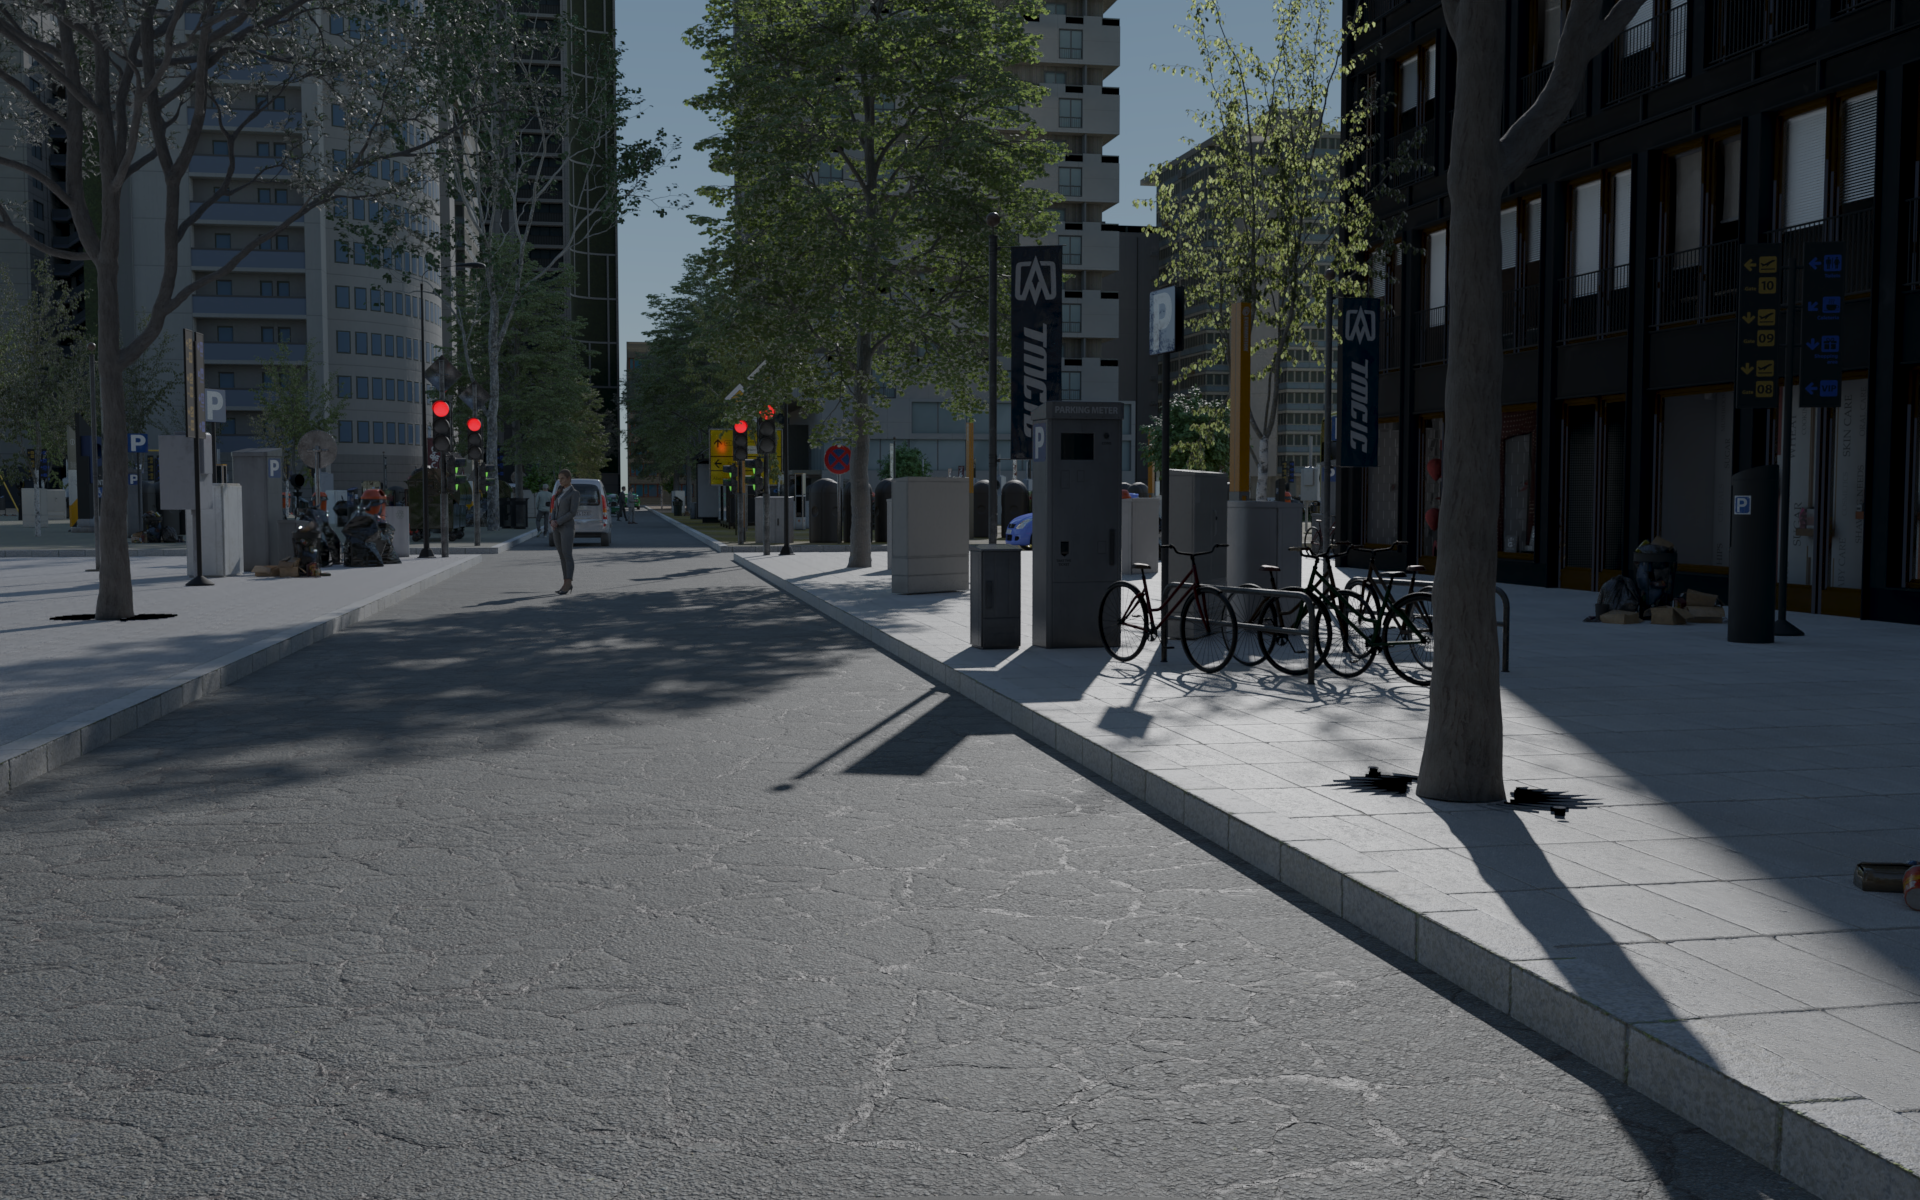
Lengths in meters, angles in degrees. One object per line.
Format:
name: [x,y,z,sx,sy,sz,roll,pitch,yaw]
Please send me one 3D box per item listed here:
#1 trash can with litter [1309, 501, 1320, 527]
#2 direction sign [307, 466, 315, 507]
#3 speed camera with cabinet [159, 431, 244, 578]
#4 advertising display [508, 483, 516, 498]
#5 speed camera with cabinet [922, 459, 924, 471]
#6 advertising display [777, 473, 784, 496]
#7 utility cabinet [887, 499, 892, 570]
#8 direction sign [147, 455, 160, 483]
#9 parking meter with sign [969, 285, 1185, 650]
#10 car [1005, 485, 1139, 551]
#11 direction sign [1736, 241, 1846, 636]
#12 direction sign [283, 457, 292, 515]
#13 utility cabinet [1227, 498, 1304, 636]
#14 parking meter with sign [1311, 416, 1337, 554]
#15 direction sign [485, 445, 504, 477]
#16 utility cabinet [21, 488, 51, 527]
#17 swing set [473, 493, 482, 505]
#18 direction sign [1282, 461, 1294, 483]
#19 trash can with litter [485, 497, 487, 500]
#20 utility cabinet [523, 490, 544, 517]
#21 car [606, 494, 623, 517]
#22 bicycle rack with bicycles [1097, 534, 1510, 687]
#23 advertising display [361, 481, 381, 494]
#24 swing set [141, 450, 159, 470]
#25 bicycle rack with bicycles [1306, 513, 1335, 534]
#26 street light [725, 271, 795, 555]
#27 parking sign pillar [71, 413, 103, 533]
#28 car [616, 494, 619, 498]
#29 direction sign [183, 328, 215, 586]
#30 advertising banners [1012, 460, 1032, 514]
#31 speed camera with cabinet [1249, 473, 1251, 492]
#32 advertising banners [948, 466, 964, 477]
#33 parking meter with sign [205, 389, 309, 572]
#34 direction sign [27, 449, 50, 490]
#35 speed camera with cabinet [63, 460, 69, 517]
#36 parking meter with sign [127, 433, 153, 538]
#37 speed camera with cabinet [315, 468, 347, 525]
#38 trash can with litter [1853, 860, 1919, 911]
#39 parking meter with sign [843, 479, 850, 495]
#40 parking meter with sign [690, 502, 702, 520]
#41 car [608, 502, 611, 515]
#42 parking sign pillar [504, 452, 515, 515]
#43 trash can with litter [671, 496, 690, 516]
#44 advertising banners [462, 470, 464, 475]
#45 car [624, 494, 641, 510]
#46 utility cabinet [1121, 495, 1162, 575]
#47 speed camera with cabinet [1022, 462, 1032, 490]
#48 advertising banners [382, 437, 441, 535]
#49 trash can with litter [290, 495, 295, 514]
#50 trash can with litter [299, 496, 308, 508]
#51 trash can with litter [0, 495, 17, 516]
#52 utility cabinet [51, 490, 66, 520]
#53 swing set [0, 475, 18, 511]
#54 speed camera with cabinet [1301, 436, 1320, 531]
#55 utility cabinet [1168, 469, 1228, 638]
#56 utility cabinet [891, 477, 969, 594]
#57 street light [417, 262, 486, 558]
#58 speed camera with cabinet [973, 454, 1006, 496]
trash can with litter: [13.674,-3.287,65.130,1.055,1.170,0.624,0,4,7]
direction sign: [-31.424,-5.631,84.070,0.379,3.537,0.876,1,4,10]
speed camera with cabinet: [-11.571,-1.962,26.413,0.660,3.252,2.038,0,4,-5]
advertising display: [-25.716,-5.795,99.965,0.974,1.923,0.123,-2,4,-33]
speed camera with cabinet: [-2.796,-6.354,98.228,2.038,3.252,0.660,2,4,26]
advertising display: [-5.451,-2.937,53.230,0.123,1.923,0.974,-1,4,-18]
utility cabinet: [-0.778,-1.132,29.667,1.020,1.237,0.306,-3,5,-41]
direction sign: [-47.106,-6.695,101.453,0.876,3.537,0.379,0,4,-4]
parking meter with sign: [0.963,-1.118,14.543,1.738,3.016,0.543,-1,4,-17]
car: [2.981,-2.058,43.238,3.694,1.707,1.945,-1,4,-11]
direction sign: [7.492,-1.449,15.685,0.876,3.537,0.379,1,4,12]
direction sign: [-40.968,-6.946,105.557,0.379,3.537,0.876,1,4,8]
utility cabinet: [2.791,-0.303,16.120,0.306,1.237,1.020,-1,4,-23]
parking meter with sign: [8.180,-2.554,38.016,0.543,3.016,1.738,2,4,28]
direction sign: [-21.614,-5.414,80.520,0.876,3.537,0.379,0,4,6]
utility cabinet: [-35.476,-3.532,66.432,1.173,1.500,0.318,2,4,30]
swing set: [-29.656,-6.950,111.255,3.119,2.851,2.862,0,4,0]
direction sign: [22.517,-7.766,118.977,0.876,3.537,0.379,-1,4,-12]
trash can with litter: [-19.808,-3.795,73.436,0.624,1.170,1.055,-1,4,-23]
utility cabinet: [-23.230,-5.248,94.477,1.173,1.500,0.318,-1,4,-10]
car: [-22.263,-5.961,109.267,2.131,1.459,4.920,-1,4,-13]
bicycle rack with bicycles: [2.701,0.046,12.631,2.852,0.926,2.925,-2,4,-26]
advertising display: [-28.452,-4.802,83.734,0.123,1.923,0.974,3,5,40]
swing set: [-28.657,-3.886,61.163,3.119,2.851,2.862,-1,4,-21]
bicycle rack with bicycles: [8.425,-1.265,34.068,2.852,0.926,2.925,-1,4,-14]
street light: [-4.180,-3.893,36.188,1.470,5.913,1.316,-1,4,-11]
parking sign pillar: [-29.085,-4.259,58.112,1.447,3.967,1.447,0,4,3]
car: [-35.390,-10.030,175.789,2.131,1.459,4.920,-1,4,-10]
direction sign: [-10.661,-1.969,24.189,0.379,3.537,0.876,-1,4,-9]
advertising banners: [2.194,-3.961,60.952,0.090,3.025,2.074,2,4,24]
speed camera with cabinet: [11.743,-4.737,71.781,0.660,3.252,2.038,1,4,9]
advertising banners: [-0.496,-6.797,107.314,2.074,3.025,0.090,3,5,42]
parking meter with sign: [-11.629,-1.981,28.651,1.738,3.016,0.543,1,4,15]
direction sign: [-46.224,-5.800,86.825,0.876,3.537,0.379,-2,4,-29]
speed camera with cabinet: [-50.965,-6.363,98.373,0.660,3.252,2.038,1,4,10]
parking meter with sign: [-24.170,-3.324,50.609,0.543,3.016,1.738,-3,4,-36]
speed camera with cabinet: [-26.567,-4.822,73.169,0.660,3.252,2.038,-3,5,-43]
trash can with litter: [3.793,0.343,5.451,2.233,1.210,1.678,-1,4,-12]
parking meter with sign: [-5.563,-5.530,86.676,0.543,3.016,1.738,-1,4,-16]
parking meter with sign: [-12.901,-5.571,87.353,1.738,3.016,0.543,2,4,35]
car: [-18.176,-4.502,85.606,2.014,1.417,4.499,-1,4,-13]
parking sign pillar: [-28.089,-7.232,106.718,1.447,3.967,1.447,-1,4,-18]
trash can with litter: [-16.220,-5.470,100.818,1.055,1.170,0.624,-2,4,-30]
advertising banners: [-32.782,-7.123,112.652,2.074,3.025,0.090,3,5,42]
car: [-30.269,-9.174,158.791,1.959,1.807,4.718,-1,4,-11]
utility cabinet: [2.870,-1.030,27.999,0.306,1.237,1.020,2,4,31]
speed camera with cabinet: [4.619,-6.806,105.610,0.660,3.252,2.038,-2,4,-34]
advertising banners: [-16.978,-3.511,53.601,2.074,3.025,0.090,0,4,2]
trash can with litter: [-42.504,-6.139,111.426,2.233,1.210,1.678,1,4,18]
trash can with litter: [-34.305,-4.868,90.984,1.055,1.170,0.624,1,4,9]
trash can with litter: [-55.868,-5.543,101.691,1.678,1.210,2.233,3,4,37]
utility cabinet: [-44.621,-4.680,85.198,0.318,1.500,1.173,2,4,30]
swing set: [-49.631,-5.498,87.508,2.862,2.851,3.119,0,4,-1]
speed camera with cabinet: [12.633,-3.955,58.998,2.038,3.252,0.660,3,5,43]
utility cabinet: [2.147,-0.428,15.683,0.318,1.500,1.173,1,4,23]
utility cabinet: [-0.386,-0.842,22.451,0.318,1.500,1.173,3,5,42]
street light: [-10.194,-3.805,34.752,1.470,5.913,1.316,-1,4,-11]
speed camera with cabinet: [1.252,-5.613,86.104,2.038,3.252,0.660,2,4,28]
